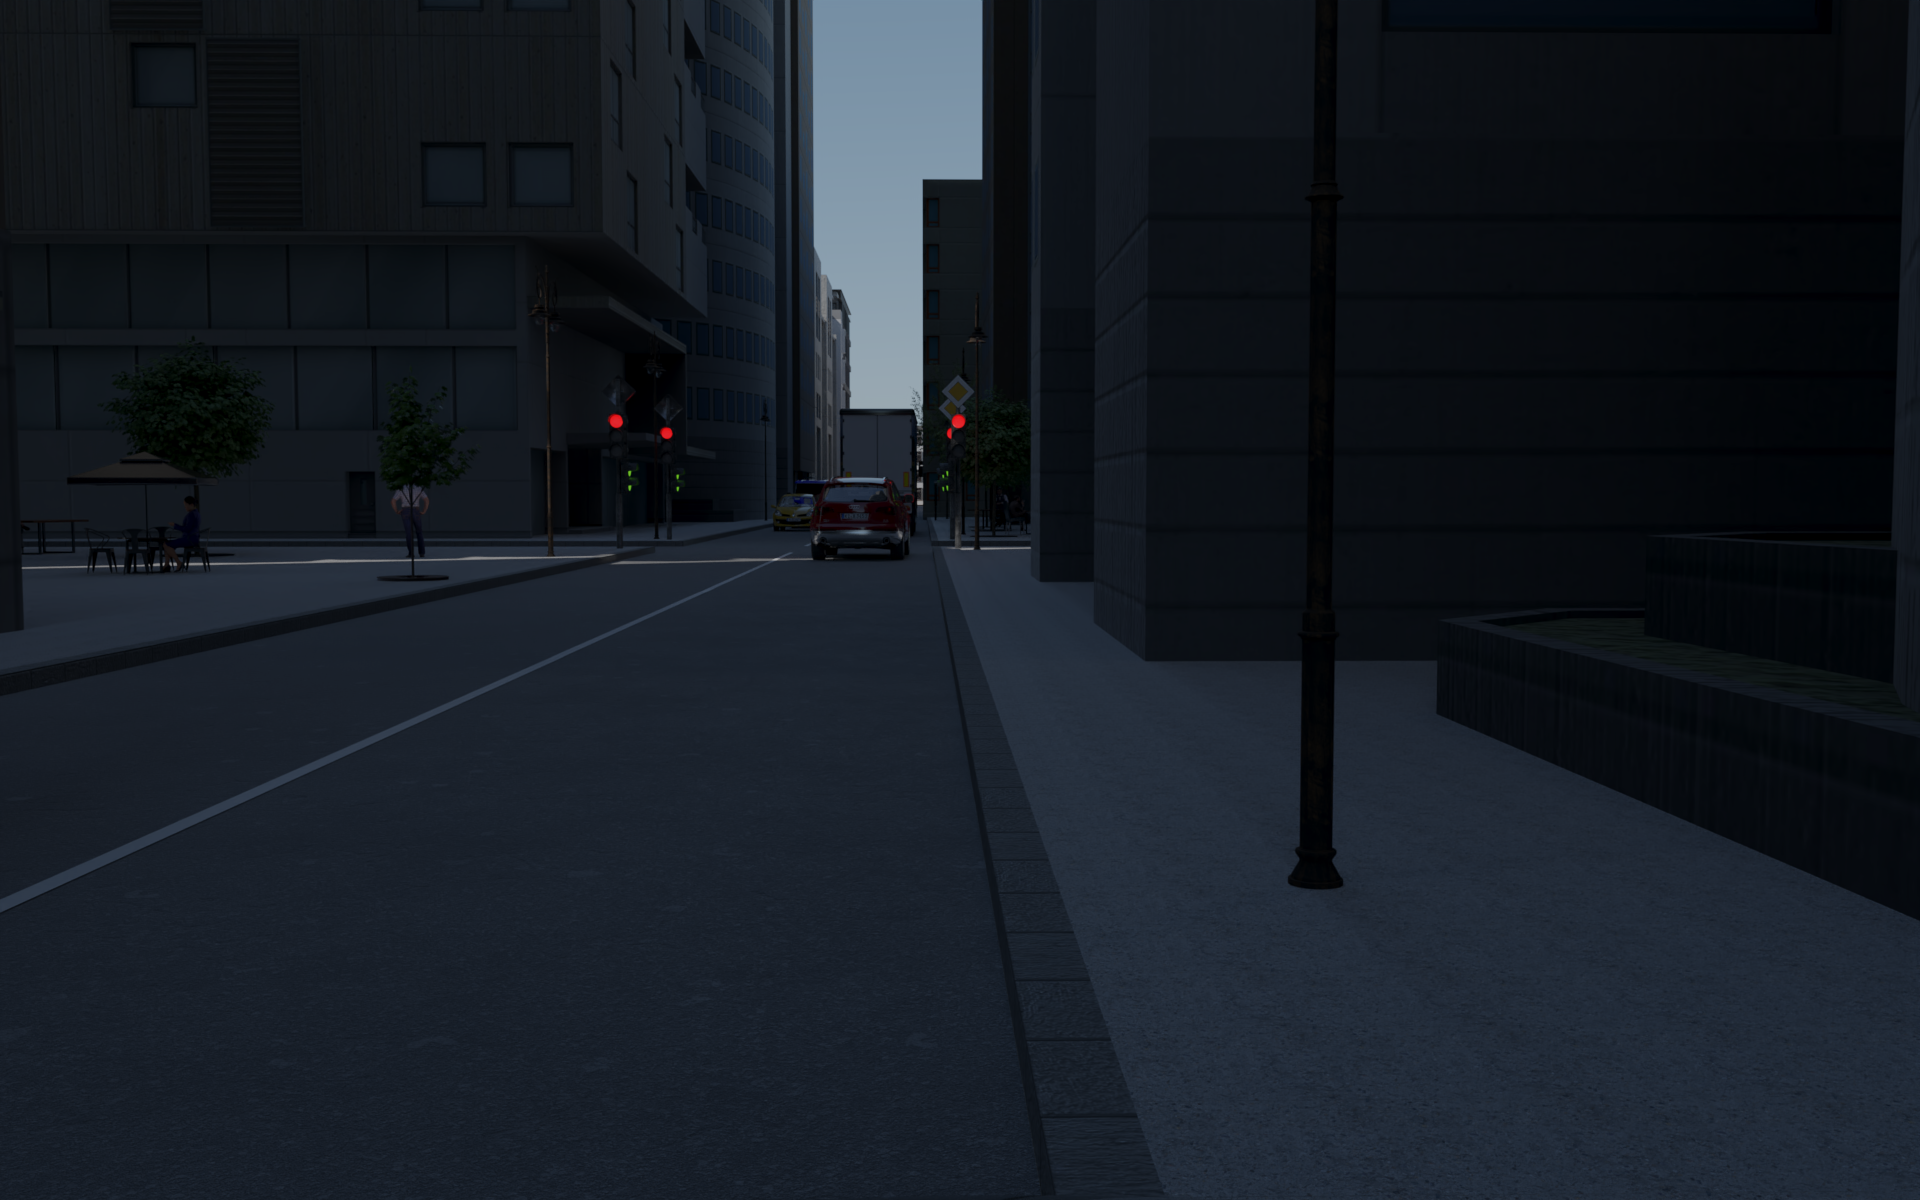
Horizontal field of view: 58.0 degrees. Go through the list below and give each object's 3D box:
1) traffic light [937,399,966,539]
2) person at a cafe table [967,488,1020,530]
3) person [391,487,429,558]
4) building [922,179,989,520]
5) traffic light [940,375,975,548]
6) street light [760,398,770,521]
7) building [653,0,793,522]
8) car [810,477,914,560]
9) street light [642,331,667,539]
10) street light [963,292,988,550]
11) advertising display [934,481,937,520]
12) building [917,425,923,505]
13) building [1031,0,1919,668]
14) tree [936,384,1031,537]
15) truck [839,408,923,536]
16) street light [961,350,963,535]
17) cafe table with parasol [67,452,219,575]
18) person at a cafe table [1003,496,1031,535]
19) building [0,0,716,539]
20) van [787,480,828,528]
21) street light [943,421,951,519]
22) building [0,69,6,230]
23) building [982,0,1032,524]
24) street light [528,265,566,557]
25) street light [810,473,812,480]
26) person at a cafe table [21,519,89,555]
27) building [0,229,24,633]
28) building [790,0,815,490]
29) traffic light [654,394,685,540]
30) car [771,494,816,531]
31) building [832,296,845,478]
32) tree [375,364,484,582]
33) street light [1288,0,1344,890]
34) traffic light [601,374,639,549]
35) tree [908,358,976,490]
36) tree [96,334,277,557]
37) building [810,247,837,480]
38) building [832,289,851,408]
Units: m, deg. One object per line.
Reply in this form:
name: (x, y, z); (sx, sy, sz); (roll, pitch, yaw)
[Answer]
traffic light: (-0.234, -3.667, 48.875); (0.839, 4.253, 0.868); (0, 4, -1)
person at a cafe table: (1.325, -3.328, 62.924); (1.698, 1.524, 1.622); (1, 4, 18)
person: (-11.111, -1.712, 34.979); (0.756, 1.711, 0.436); (-2, 4, -24)
building: (11.452, -16.208, 110.032); (27.650, 21.520, 28.899); (0, 4, -1)
traffic light: (-0.061, -3.179, 40.892); (0.839, 4.253, 0.868); (0, 4, -1)
street light: (-9.359, -6.766, 83.404); (0.468, 5.910, 1.993); (0, 4, -1)
building: (-20.221, -33.409, 88.232); (21.231, 58.520, 28.212); (0, 4, -1)
car: (-2.207, -1.870, 39.241); (2.281, 1.827, 5.304); (0, 4, 1)
street light: (-8.653, -4.675, 49.231); (0.468, 5.910, 1.993); (0, 4, -1)
street light: (0.395, -4.098, 39.796); (0.468, 5.910, 1.993); (0, 4, -1)
advertising display: (-1.186, -4.847, 84.466); (0.123, 1.923, 0.974); (0, 3, 0)
building: (-16.512, -16.506, 212.014); (28.070, 9.664, 9.099); (0, 4, -1)
building: (11.606, -29.583, 25.685); (21.231, 58.520, 28.212); (0, 4, -1)
tree: (0.942, -4.167, 51.848); (4.285, 4.588, 4.351); (0, 3, 0)
truck: (-2.786, -4.490, 62.326); (2.839, 4.237, 11.283); (0, 4, -1)
street light: (0.106, -5.011, 54.714); (0.468, 5.910, 1.993); (0, 4, -1)
cafe table with parasol: (-13.212, -1.423, 28.131); (2.610, 1.966, 2.610); (3, 5, 43)
person at a cafe table: (2.239, -2.686, 54.779); (1.726, 1.238, 1.698); (-1, 4, -14)
building: (-23.726, -28.813, 60.339); (28.713, 52.752, 27.495); (0, 4, -1)
van: (-6.114, -4.253, 73.918); (2.240, 2.365, 5.245); (0, 4, 0)
street light: (-0.658, -7.101, 88.885); (0.468, 5.910, 1.993); (0, 4, -1)
building: (-29.156, -23.378, 32.340); (14.200, 45.320, 14.600); (0, 4, -1)
building: (8.157, -26.277, 79.734); (14.600, 45.320, 14.200); (0, 4, -1)
street light: (-8.352, -3.816, 35.180); (0.468, 5.910, 1.993); (0, 4, -1)
street light: (-10.129, -8.866, 117.748); (0.468, 5.910, 1.993); (0, 4, -1)
person at a cafe table: (-20.087, -1.615, 37.266); (1.726, 1.238, 1.698); (1, 4, 11)
building: (-18.936, -34.935, 9.438); (20.563, 71.187, 20.611); (0, 4, -1)
building: (-16.643, -28.121, 109.884); (14.600, 45.320, 14.200); (0, 4, -1)
traffic light: (-8.173, -3.656, 48.688); (0.839, 4.253, 0.868); (0, 4, -1)
car: (-6.344, -3.523, 67.827); (2.015, 1.641, 3.980); (0, 4, 0)
building: (-18.633, -18.627, 160.968); (16.016, 20.091, 11.380); (0, 4, -1)
tree: (-8.182, -1.901, 25.679); (1.663, 3.219, 1.824); (0, 3, 0)
street light: (1.171, -2.002, 5.525); (0.468, 5.910, 1.993); (0, 4, -1)
traffic light: (-8.000, -3.167, 40.705); (0.839, 4.253, 0.868); (0, 4, -1)
tree: (-0.626, -8.722, 92.973); (4.737, 8.622, 4.395); (0, 3, 0)
tree: (-15.878, -3.180, 35.712); (4.285, 4.588, 4.351); (0, 3, 0)
building: (-19.102, -16.706, 139.598); (16.747, 18.905, 31.486); (0, 4, -1)
building: (-28.413, -20.945, 186.429); (32.646, 21.610, 27.936); (0, 4, -1)
